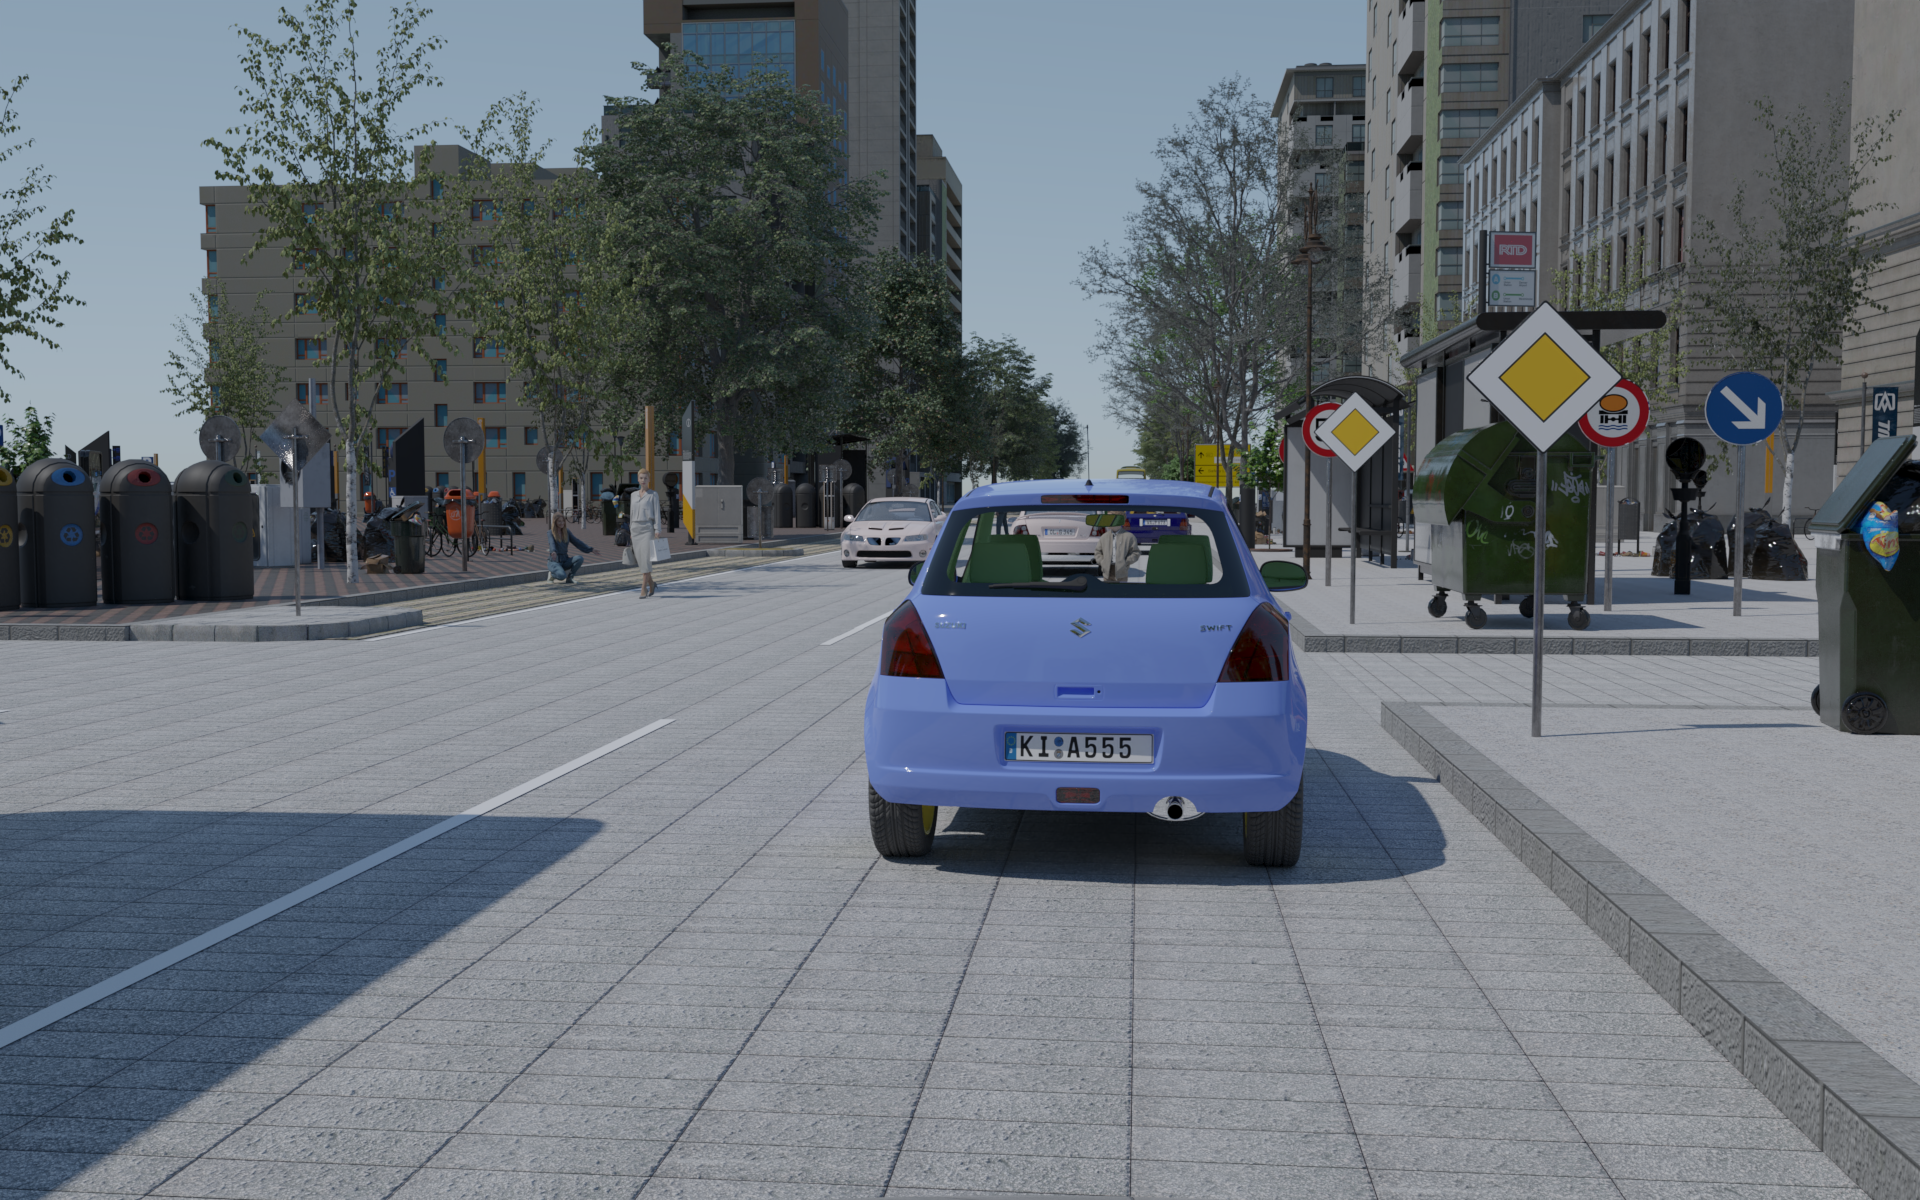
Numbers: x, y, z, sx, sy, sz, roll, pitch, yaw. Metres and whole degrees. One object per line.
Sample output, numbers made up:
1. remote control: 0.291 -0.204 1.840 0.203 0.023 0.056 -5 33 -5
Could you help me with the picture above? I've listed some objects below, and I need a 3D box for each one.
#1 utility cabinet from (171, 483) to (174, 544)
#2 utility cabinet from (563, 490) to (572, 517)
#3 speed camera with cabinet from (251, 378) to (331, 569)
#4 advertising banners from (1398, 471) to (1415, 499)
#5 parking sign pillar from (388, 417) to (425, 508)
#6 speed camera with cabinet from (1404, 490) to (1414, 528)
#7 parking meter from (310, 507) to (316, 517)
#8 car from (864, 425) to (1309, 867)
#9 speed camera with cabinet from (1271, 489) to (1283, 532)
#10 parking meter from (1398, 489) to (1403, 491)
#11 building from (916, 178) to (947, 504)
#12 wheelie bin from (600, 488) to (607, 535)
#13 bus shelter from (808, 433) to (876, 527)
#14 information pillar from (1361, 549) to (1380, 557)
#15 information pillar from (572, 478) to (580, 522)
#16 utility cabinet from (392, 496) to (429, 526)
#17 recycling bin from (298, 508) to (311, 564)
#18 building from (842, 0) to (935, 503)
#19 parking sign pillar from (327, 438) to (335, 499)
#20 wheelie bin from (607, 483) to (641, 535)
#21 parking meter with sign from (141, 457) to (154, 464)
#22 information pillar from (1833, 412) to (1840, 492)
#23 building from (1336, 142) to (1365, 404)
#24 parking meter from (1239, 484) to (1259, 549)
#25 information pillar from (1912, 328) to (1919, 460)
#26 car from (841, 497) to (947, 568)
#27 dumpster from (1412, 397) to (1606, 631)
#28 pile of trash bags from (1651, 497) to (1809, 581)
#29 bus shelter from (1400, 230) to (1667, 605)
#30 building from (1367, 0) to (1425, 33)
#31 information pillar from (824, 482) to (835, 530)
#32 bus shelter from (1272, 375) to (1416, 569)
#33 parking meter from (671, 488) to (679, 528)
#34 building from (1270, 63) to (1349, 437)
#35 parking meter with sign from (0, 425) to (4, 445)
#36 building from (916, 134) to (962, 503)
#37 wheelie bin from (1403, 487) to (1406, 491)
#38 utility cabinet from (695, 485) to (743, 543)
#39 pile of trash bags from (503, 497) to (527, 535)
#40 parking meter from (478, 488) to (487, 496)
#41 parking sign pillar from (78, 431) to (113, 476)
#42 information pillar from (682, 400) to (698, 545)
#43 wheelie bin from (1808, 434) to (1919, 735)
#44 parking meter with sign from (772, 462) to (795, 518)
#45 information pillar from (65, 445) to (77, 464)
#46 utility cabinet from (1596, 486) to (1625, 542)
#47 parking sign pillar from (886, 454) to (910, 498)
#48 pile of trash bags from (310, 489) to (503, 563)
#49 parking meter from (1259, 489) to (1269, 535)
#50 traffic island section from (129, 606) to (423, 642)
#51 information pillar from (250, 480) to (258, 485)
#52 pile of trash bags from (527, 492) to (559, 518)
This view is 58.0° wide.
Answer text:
1. utility cabinet: -15.641 -1.611 35.023 0.318 1.500 1.173 1 4 16
2. utility cabinet: -21.503 -5.303 95.389 1.173 1.500 0.318 3 5 41
3. speed camera with cabinet: -11.727 -2.176 29.919 2.038 3.252 0.660 3 4 36
4. advertising banners: 20.501 -5.137 80.173 2.074 3.025 0.090 1 4 10
5. parking sign pillar: -19.319 -4.403 60.460 1.447 3.967 1.447 2 4 31
6. speed camera with cabinet: 17.763 -4.336 65.222 0.660 3.252 2.038 -3 5 -42
7. parking meter: -17.739 -2.382 47.349 0.372 1.533 0.369 0 3 0
8. car: 0.656 0.095 8.042 1.945 1.707 3.694 0 4 7
9. speed camera with cabinet: 10.854 -3.960 59.082 0.660 3.252 2.038 -1 4 -17
10. parking meter: 21.401 -4.615 83.864 0.372 1.533 0.369 0 3 0
11. building: -9.417 -32.779 219.525 14.154 41.232 14.086 0 4 6
12. wheelie bin: -10.826 -2.806 53.779 0.693 1.594 0.980 -1 4 -18
13. bus shelter: -4.717 -4.805 69.840 1.731 3.624 6.357 0 4 6
14. information pillar: 8.430 -1.900 35.550 0.304 2.012 0.304 -3 5 -40
15. information pillar: -17.580 -4.571 79.224 0.304 2.012 0.304 0 4 -7
16. utility cabinet: -17.707 -2.739 55.949 1.020 1.237 0.306 -1 4 -18
17. recycling bin: -12.357 -1.167 31.631 0.722 1.027 0.722 0 4 8
18. building: -13.580 -46.690 201.634 20.563 71.187 20.611 0 4 6
19. parking sign pillar: -28.528 -5.419 77.080 1.447 3.967 1.447 1 4 11
20. wheelie bin: -9.675 -2.627 50.862 0.980 1.594 0.693 -3 4 -36
21. parking meter with sign: -37.764 -5.214 81.503 0.543 3.016 1.738 0 4 3
22. information pillar: 25.056 -3.537 49.187 0.504 3.616 0.183 1 4 10
23. building: 38.310 -22.790 144.310 14.160 30.474 14.107 0 4 6
24. parking meter: 6.650 -1.937 40.083 0.372 1.533 0.369 0 3 0
25. information pillar: 11.773 -1.824 21.176 0.183 3.616 0.504 1 4 11
26. car: -1.237 -1.396 35.189 2.083 1.381 4.827 0 4 5
27. dumpster: 5.373 -0.892 17.074 1.502 2.255 1.985 0 4 6
28. pile of trash bags: 12.375 -1.012 26.295 3.447 1.369 1.912 1 4 19
29. bus shelter: 7.459 -2.844 24.129 2.179 5.291 8.768 0 4 6
30. building: 43.849 -32.596 122.181 28.713 52.752 27.495 0 4 6
31. information pillar: -4.645 -3.488 61.514 0.304 2.012 0.304 1 4 16
32. bus shelter: 7.018 -2.343 32.230 2.014 3.302 5.546 0 4 6
33. parking meter: -10.795 -3.486 65.414 0.372 1.533 0.369 0 3 0
34. building: 52.778 -37.929 209.377 28.713 52.752 27.495 0 4 6
35. parking meter with sign: -24.922 -2.898 43.648 1.738 3.016 0.543 1 4 23
36. building: -11.350 -37.536 237.408 21.300 48.544 21.600 0 4 6
37. wheelie bin: 20.843 -4.478 81.127 0.693 1.594 0.980 1 4 15
38. utility cabinet: -6.187 -2.190 44.478 1.173 1.500 0.318 0 4 1
39. pile of trash bags: -14.862 -2.771 55.051 1.912 1.369 3.447 -1 4 -13
40. parking meter: -19.639 -3.844 71.262 0.372 1.533 0.369 0 3 0
41. parking sign pillar: -36.778 -5.215 73.744 1.447 3.967 1.447 0 4 -2
42. information pillar: -6.819 -3.195 43.586 0.183 3.616 0.504 -3 4 -38
43. wheelie bin: 5.063 -0.095 9.458 0.693 1.594 0.980 1 4 12
44. parking meter with sign: -9.243 -5.945 93.457 1.738 3.016 0.543 -1 4 -21
45. information pillar: -41.948 -5.528 81.742 0.504 3.616 0.183 -3 4 -36
46. utility cabinet: 16.856 -2.255 45.549 1.173 1.500 0.318 0 4 -4
47. parking sign pillar: -3.279 -6.282 91.188 1.447 3.967 1.447 2 4 35
48. pile of trash bags: -10.779 -1.418 32.934 3.447 1.369 1.912 1 4 11
49. parking meter: 9.504 -2.796 54.118 0.372 1.533 0.369 0 3 0
50. traffic island section: -6.989 0.247 18.239 2.009 0.180 2.903 0 4 6
51. information pillar: -36.551 -5.210 89.673 0.304 2.012 0.304 0 4 -3
52. pile of trash bags: -22.649 -5.047 92.278 3.447 1.369 1.912 2 4 25
